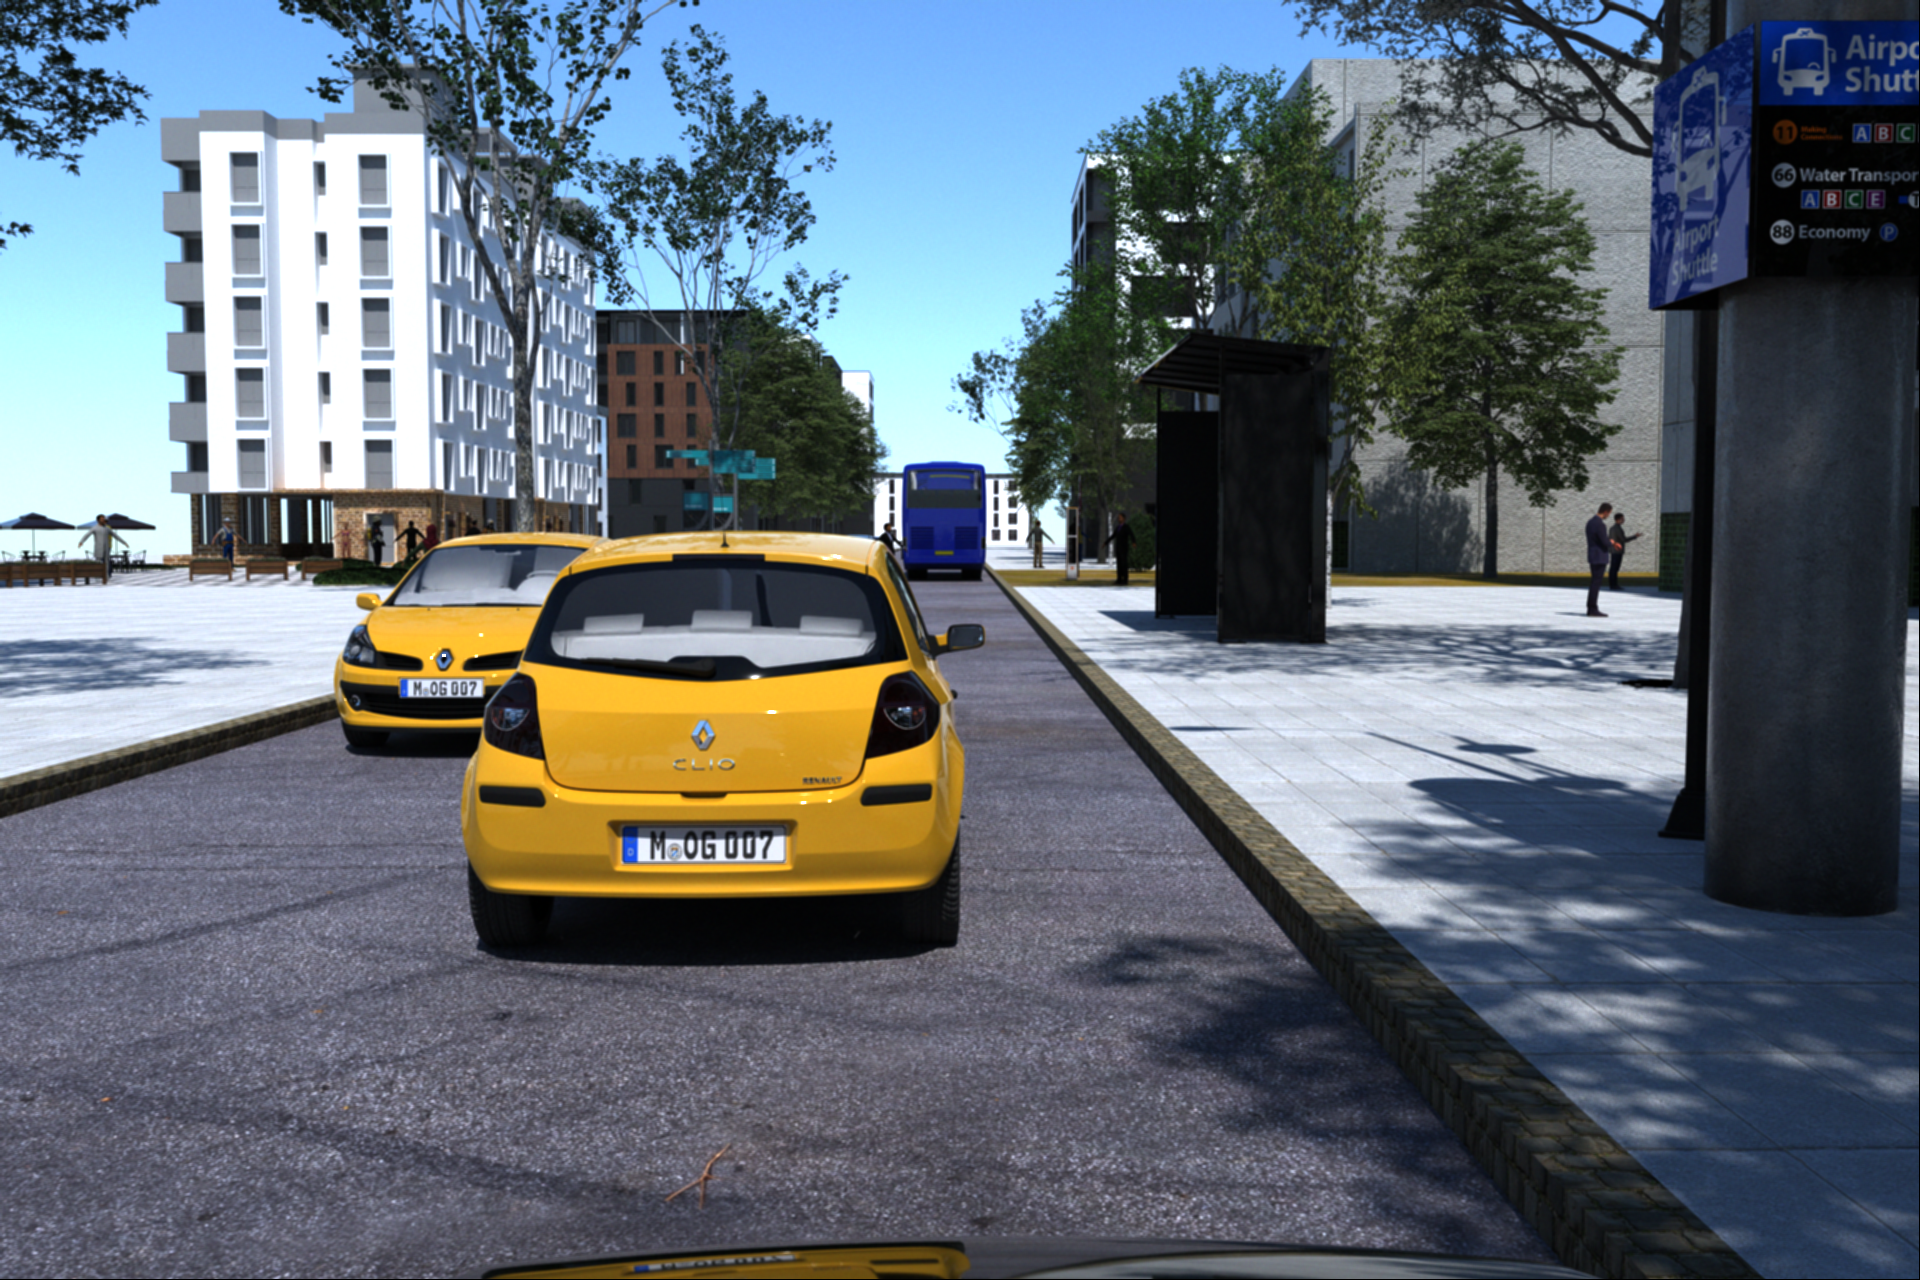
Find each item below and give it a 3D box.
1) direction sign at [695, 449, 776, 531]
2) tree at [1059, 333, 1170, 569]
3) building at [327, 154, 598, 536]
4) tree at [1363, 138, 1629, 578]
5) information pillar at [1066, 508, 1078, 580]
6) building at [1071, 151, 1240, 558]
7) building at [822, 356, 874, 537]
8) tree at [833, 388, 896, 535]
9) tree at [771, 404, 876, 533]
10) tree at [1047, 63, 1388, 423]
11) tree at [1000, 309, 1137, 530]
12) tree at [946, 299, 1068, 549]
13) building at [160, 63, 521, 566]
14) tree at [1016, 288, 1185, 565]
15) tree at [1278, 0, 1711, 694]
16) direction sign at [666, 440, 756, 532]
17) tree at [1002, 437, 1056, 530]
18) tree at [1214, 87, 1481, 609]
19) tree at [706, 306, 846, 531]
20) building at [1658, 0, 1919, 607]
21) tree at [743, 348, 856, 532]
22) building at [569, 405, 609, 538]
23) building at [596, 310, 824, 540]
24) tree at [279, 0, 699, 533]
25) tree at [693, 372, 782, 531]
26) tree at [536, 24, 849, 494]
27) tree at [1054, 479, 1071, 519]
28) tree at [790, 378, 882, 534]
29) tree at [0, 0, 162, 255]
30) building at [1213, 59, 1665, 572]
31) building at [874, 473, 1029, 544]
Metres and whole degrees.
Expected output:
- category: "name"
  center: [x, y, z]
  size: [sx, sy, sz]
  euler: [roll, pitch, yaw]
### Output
- category: "direction sign"
  center: [-7.032, -4.050, 54.980]
  size: [2.525, 3.948, 1.411]
  euler: [0, 4, 2]
- category: "tree"
  center: [5.534, -6.918, 63.464]
  size: [4.360, 8.622, 3.978]
  euler: [0, 3, 0]
- category: "building"
  center: [-26.001, -14.148, 87.733]
  size: [16.016, 20.090, 11.380]
  euler: [0, 3, 0]
- category: "tree"
  center: [15.219, -8.104, 50.632]
  size: [7.486, 12.596, 7.792]
  euler: [0, 3, 0]
- category: "information pillar"
  center: [3.110, -2.670, 48.147]
  size: [0.304, 2.012, 0.304]
  euler: [0, 4, -2]
- category: "building"
  center: [20.794, -16.216, 109.114]
  size: [27.936, 21.610, 32.646]
  euler: [0, 4, 0]
- category: "building"
  center: [-25.237, -22.669, 214.619]
  size: [27.936, 21.610, 32.646]
  euler: [0, 4, 0]
- category: "tree"
  center: [-10.076, -14.284, 143.913]
  size: [12.009, 13.543, 11.850]
  euler: [0, 3, 0]
- category: "tree"
  center: [-9.555, -11.012, 114.458]
  size: [8.767, 10.594, 7.601]
  euler: [0, 4, 4]
- category: "tree"
  center: [5.617, -6.926, 39.002]
  size: [9.928, 11.665, 9.643]
  euler: [0, 3, 0]
- category: "tree"
  center: [5.559, -10.296, 86.458]
  size: [7.486, 12.596, 7.792]
  euler: [0, 3, 0]
- category: "tree"
  center: [5.215, -17.516, 142.282]
  size: [12.611, 20.169, 13.585]
  euler: [0, 3, 0]
- category: "building"
  center: [-26.150, -13.132, 71.127]
  size: [16.016, 20.090, 11.380]
  euler: [0, 3, 0]
- category: "tree"
  center: [6.045, -9.007, 73.024]
  size: [9.928, 11.665, 9.643]
  euler: [0, 3, 0]
- category: "tree"
  center: [6.191, -6.330, 13.866]
  size: [12.009, 13.543, 11.850]
  euler: [0, 3, 0]
- category: "direction sign"
  center: [-7.058, -3.729, 49.724]
  size: [2.525, 3.948, 1.411]
  euler: [0, 4, 0]
- category: "tree"
  center: [5.366, -10.923, 128.946]
  size: [4.737, 8.622, 4.395]
  euler: [0, 3, 0]
- category: "tree"
  center: [6.513, -4.830, 29.334]
  size: [4.737, 8.622, 4.395]
  euler: [0, 3, 0]
- category: "tree"
  center: [-9.227, -10.321, 86.869]
  size: [7.486, 12.596, 7.792]
  euler: [0, 3, 0]
- category: "building"
  center: [24.115, -9.554, 22.674]
  size: [16.747, 18.905, 31.486]
  euler: [0, 4, 0]
- category: "tree"
  center: [-9.772, -11.329, 103.361]
  size: [7.486, 12.596, 7.792]
  euler: [0, 3, 0]
- category: "building"
  center: [-27.954, -10.614, 115.685]
  size: [9.099, 9.664, 28.070]
  euler: [0, 4, 1]
- category: "building"
  center: [-29.140, -20.204, 174.303]
  size: [27.936, 21.610, 32.646]
  euler: [0, 4, 1]
- category: "tree"
  center: [-10.693, -11.017, 36.022]
  size: [12.611, 20.169, 13.585]
  euler: [0, 3, 0]
- category: "tree"
  center: [-9.634, -7.799, 77.876]
  size: [4.360, 8.622, 3.978]
  euler: [0, 3, 0]
- category: "tree"
  center: [-10.446, -12.935, 67.383]
  size: [12.611, 20.169, 13.585]
  euler: [0, 3, 0]
- category: "tree"
  center: [16.394, -18.486, 236.650]
  size: [7.601, 10.594, 8.767]
  euler: [0, 4, -4]
- category: "tree"
  center: [-9.311, -12.738, 126.392]
  size: [7.486, 12.596, 7.792]
  euler: [0, 3, 0]
- category: "tree"
  center: [-9.356, -4.738, 11.881]
  size: [7.601, 10.594, 8.767]
  euler: [-3, 5, -40]
- category: "building"
  center: [21.416, -12.648, 73.258]
  size: [16.747, 18.905, 31.486]
  euler: [0, 4, 0]
- category: "building"
  center: [-4.011, -17.870, 236.781]
  size: [28.070, 9.664, 9.099]
  euler: [0, 4, 2]
